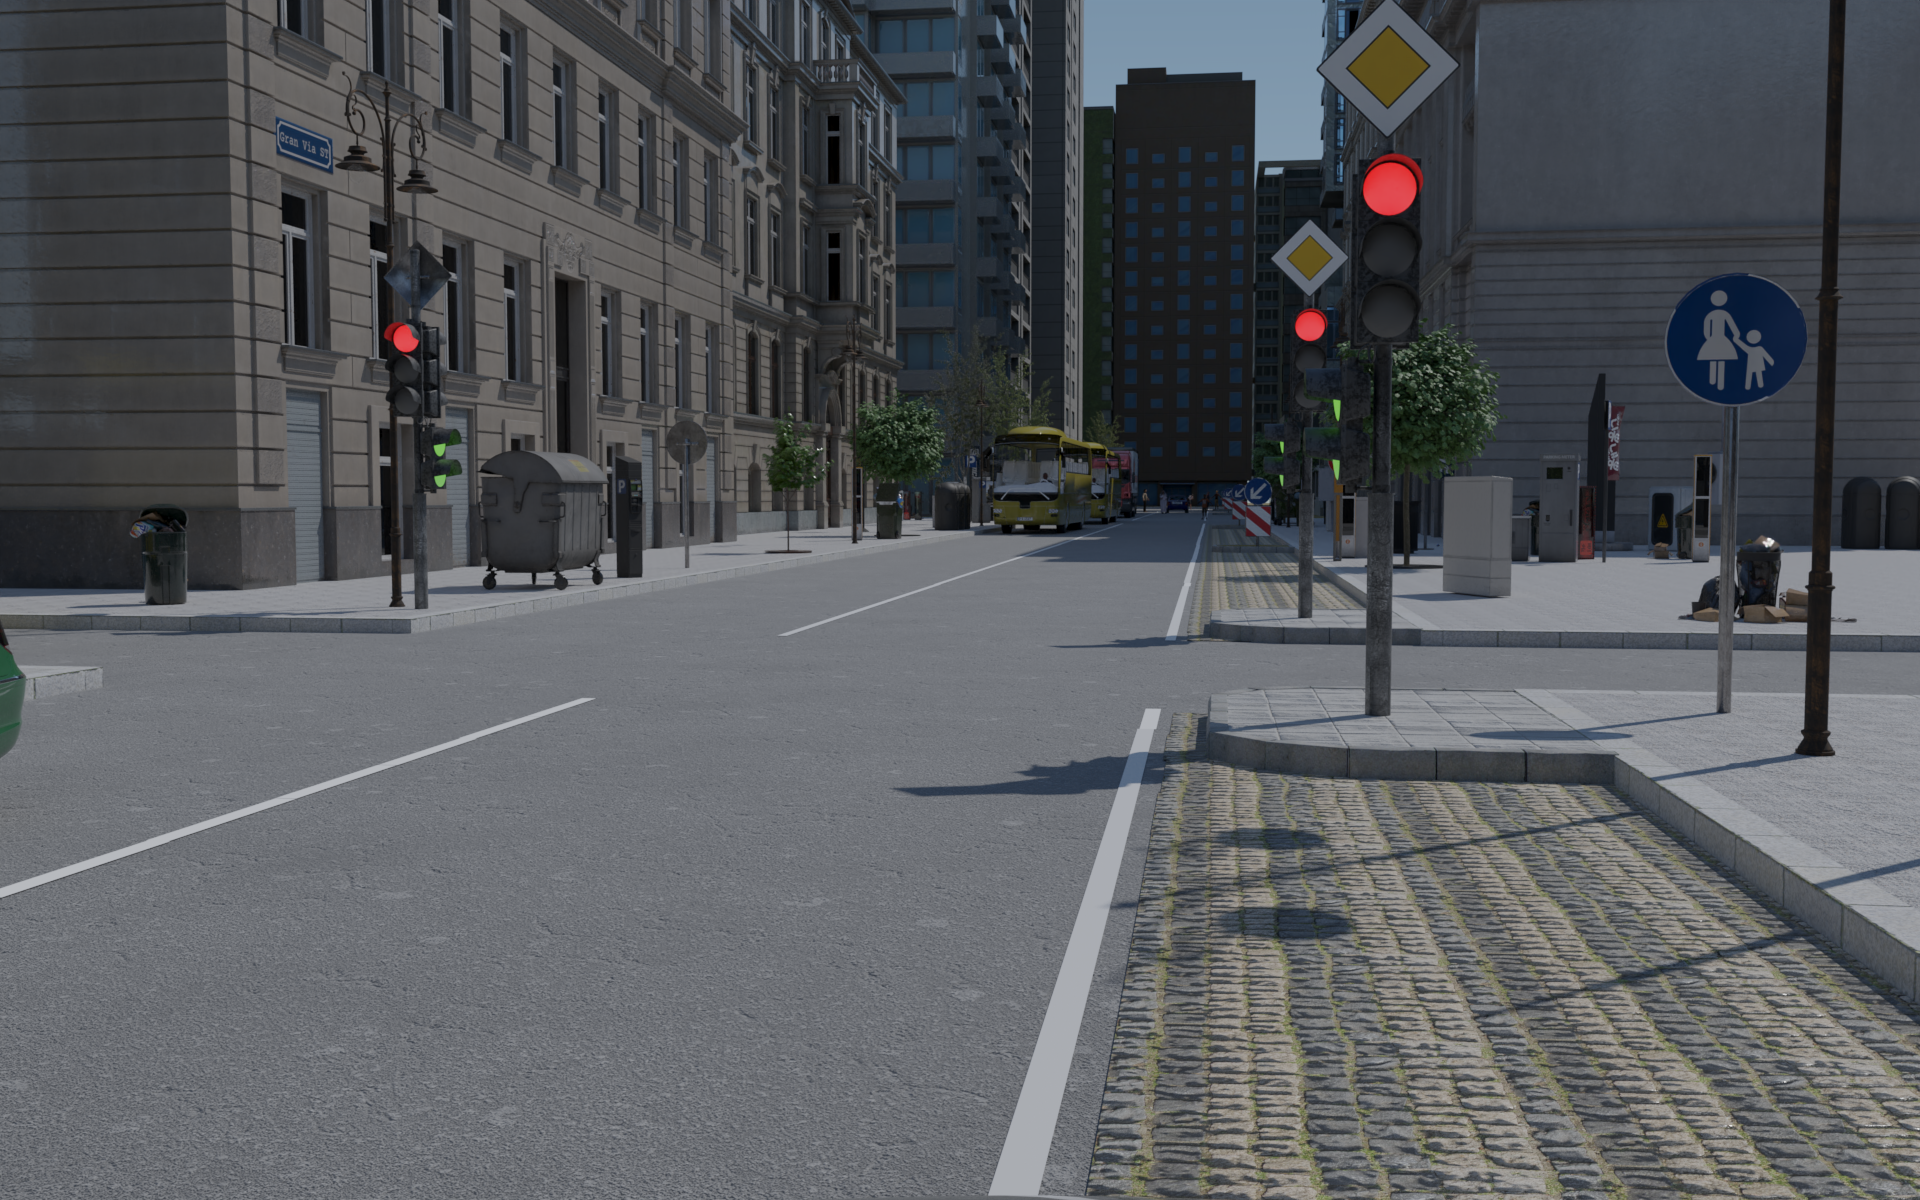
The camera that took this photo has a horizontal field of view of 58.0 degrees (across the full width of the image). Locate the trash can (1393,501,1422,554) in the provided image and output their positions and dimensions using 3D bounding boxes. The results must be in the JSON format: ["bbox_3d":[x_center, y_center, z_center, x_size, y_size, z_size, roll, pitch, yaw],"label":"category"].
[{"bbox_3d":[9.561,-1.570,37.322,0.748,1.137,0.748,0,3,0],"label":"trash can"}]

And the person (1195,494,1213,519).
[{"bbox_3d":[13.794,-5.257,97.718,1.065,1.426,0.557,2,4,24],"label":"person"}]

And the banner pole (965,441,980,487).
[{"bbox_3d":[0.508,-5.448,79.086,0.863,3.779,0.401,0,4,6],"label":"banner pole"}]

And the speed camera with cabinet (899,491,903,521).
[{"bbox_3d":[-3.642,-5.457,83.557,2.038,3.252,0.660,3,5,43],"label":"speed camera with cabinet"}]

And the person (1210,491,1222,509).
[{"bbox_3d":[23.661,-9.233,159.982,1.217,1.766,0.721,-2,4,-26],"label":"person"}]

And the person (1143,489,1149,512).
[{"bbox_3d":[14.613,-7.832,136.555,0.705,1.823,1.348,2,4,23],"label":"person"}]

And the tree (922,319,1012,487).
[{"bbox_3d":[0.182,-7.530,73.476,4.360,8.622,3.978,0,3,0],"label":"tree"}]

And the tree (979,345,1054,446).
[{"bbox_3d":[2.544,-8.325,86.468,4.737,8.622,4.395,0,3,0],"label":"tree"}]

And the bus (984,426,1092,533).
[{"bbox_3d":[3.258,-4.590,66.601,2.896,3.916,12.252,1,4,10],"label":"bus"}]

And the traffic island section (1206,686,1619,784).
[{"bbox_3d":[2.448,0.747,10.061,2.009,0.180,2.903,1,4,8],"label":"traffic island section"}]

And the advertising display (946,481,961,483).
[{"bbox_3d":[-0.351,-5.029,87.431,0.974,1.923,0.123,3,5,42],"label":"advertising display"}]

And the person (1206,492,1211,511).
[{"bbox_3d":[20.841,-8.288,145.481,0.415,1.643,0.593,0,4,8],"label":"person"}]

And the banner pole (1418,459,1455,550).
[{"bbox_3d":[10.951,-3.043,39.769,0.863,3.779,0.401,1,4,15],"label":"banner pole"}]

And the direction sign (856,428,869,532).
[{"bbox_3d":[-3.274,-4.081,58.720,0.379,3.537,0.876,-3,4,-36],"label":"direction sign"}]

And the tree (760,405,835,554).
[{"bbox_3d":[-3.759,-2.626,37.542,1.663,3.219,1.824,0,3,0],"label":"tree"}]

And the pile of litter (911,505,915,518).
[{"bbox_3d":[-2.498,-4.751,91.642,1.176,0.858,1.719,2,4,31],"label":"pile of litter"}]

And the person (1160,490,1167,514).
[{"bbox_3d":[14.710,-7.107,125.375,0.551,1.740,0.621,0,4,-7],"label":"person"}]

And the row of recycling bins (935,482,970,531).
[{"bbox_3d":[-0.218,-3.389,62.521,1.069,1.692,3.534,1,4,9],"label":"row of recycling bins"}]

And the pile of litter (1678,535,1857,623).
[{"bbox_3d":[8.233,-0.222,17.597,1.719,0.858,1.176,1,4,22],"label":"pile of litter"}]

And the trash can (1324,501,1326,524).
[{"bbox_3d":[15.019,-3.569,70.004,0.748,1.137,0.748,0,3,0],"label":"trash can"}]

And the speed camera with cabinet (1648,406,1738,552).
[{"bbox_3d":[16.217,-2.692,38.351,0.660,3.252,2.038,-1,4,-22],"label":"speed camera with cabinet"}]

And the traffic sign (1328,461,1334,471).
[{"bbox_3d":[9.929,-2.742,44.942,0.768,2.556,0.104,1,4,14],"label":"traffic sign"}]

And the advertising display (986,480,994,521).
[{"bbox_3d":[1.470,-4.678,81.693,0.974,1.923,0.123,-2,4,-35],"label":"advertising display"}]

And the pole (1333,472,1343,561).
[{"bbox_3d":[7.213,-2.395,32.995,0.158,3.312,0.155,0,3,0],"label":"pole"}]

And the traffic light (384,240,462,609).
[{"bbox_3d":[-6.000,-1.854,19.229,0.839,4.253,0.868,1,4,8],"label":"traffic light"}]

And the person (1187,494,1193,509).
[{"bbox_3d":[20.865,-8.879,156.867,0.799,1.438,0.628,2,4,28],"label":"person"}]

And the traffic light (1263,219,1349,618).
[{"bbox_3d":[3.563,-1.770,17.855,0.839,4.253,0.868,1,4,8],"label":"traffic light"}]

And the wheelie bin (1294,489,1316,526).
[{"bbox_3d":[13.629,-3.710,68.569,0.693,1.594,0.980,3,4,36],"label":"wheelie bin"}]

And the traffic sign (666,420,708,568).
[{"bbox_3d":[-4.731,-1.826,29.954,0.768,2.556,0.104,1,4,14],"label":"traffic sign"}]

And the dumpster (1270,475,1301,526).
[{"bbox_3d":[13.372,-4.147,70.293,1.502,2.255,1.985,1,4,8],"label":"dumpster"}]

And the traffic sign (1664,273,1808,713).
[{"bbox_3d":[4.483,-0.611,10.089,0.768,2.556,0.104,1,4,14],"label":"traffic sign"}]

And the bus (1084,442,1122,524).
[{"bbox_3d":[6.397,-5.761,85.744,2.896,3.916,12.252,1,4,8],"label":"bus"}]

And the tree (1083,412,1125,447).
[{"bbox_3d":[12.795,-12.363,152.501,4.737,8.622,4.395,0,3,0],"label":"tree"}]

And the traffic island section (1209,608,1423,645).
[{"bbox_3d":[3.601,0.264,17.963,2.009,0.180,2.903,1,4,8],"label":"traffic island section"}]

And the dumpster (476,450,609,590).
[{"bbox_3d":[-5.718,-1.102,23.772,1.264,1.857,1.865,1,4,8],"label":"dumpster"}]

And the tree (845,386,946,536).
[{"bbox_3d":[-1.909,-4.239,53.017,4.285,4.588,4.351,0,3,0],"label":"tree"}]

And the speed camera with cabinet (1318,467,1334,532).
[{"bbox_3d":[12.778,-3.968,59.218,0.660,3.252,2.038,2,4,27],"label":"speed camera with cabinet"}]

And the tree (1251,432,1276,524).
[{"bbox_3d":[14.097,-5.600,75.279,4.285,4.588,4.351,0,3,0],"label":"tree"}]

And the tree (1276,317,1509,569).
[{"bbox_3d":[7.822,-2.848,30.272,4.285,4.588,4.351,0,3,0],"label":"tree"}]

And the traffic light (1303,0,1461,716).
[{"bbox_3d":[2.410,-1.286,9.953,0.839,4.253,0.868,1,4,8],"label":"traffic light"}]

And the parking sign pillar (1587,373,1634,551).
[{"bbox_3d":[14.584,-3.113,39.371,1.447,3.967,1.447,1,4,11],"label":"parking sign pillar"}]

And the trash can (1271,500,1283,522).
[{"bbox_3d":[14.820,-4.236,80.904,0.748,1.137,0.748,0,3,0],"label":"trash can"}]

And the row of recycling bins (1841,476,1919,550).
[{"bbox_3d":[22.343,-2.010,39.980,3.534,1.692,1.069,1,4,23],"label":"row of recycling bins"}]
